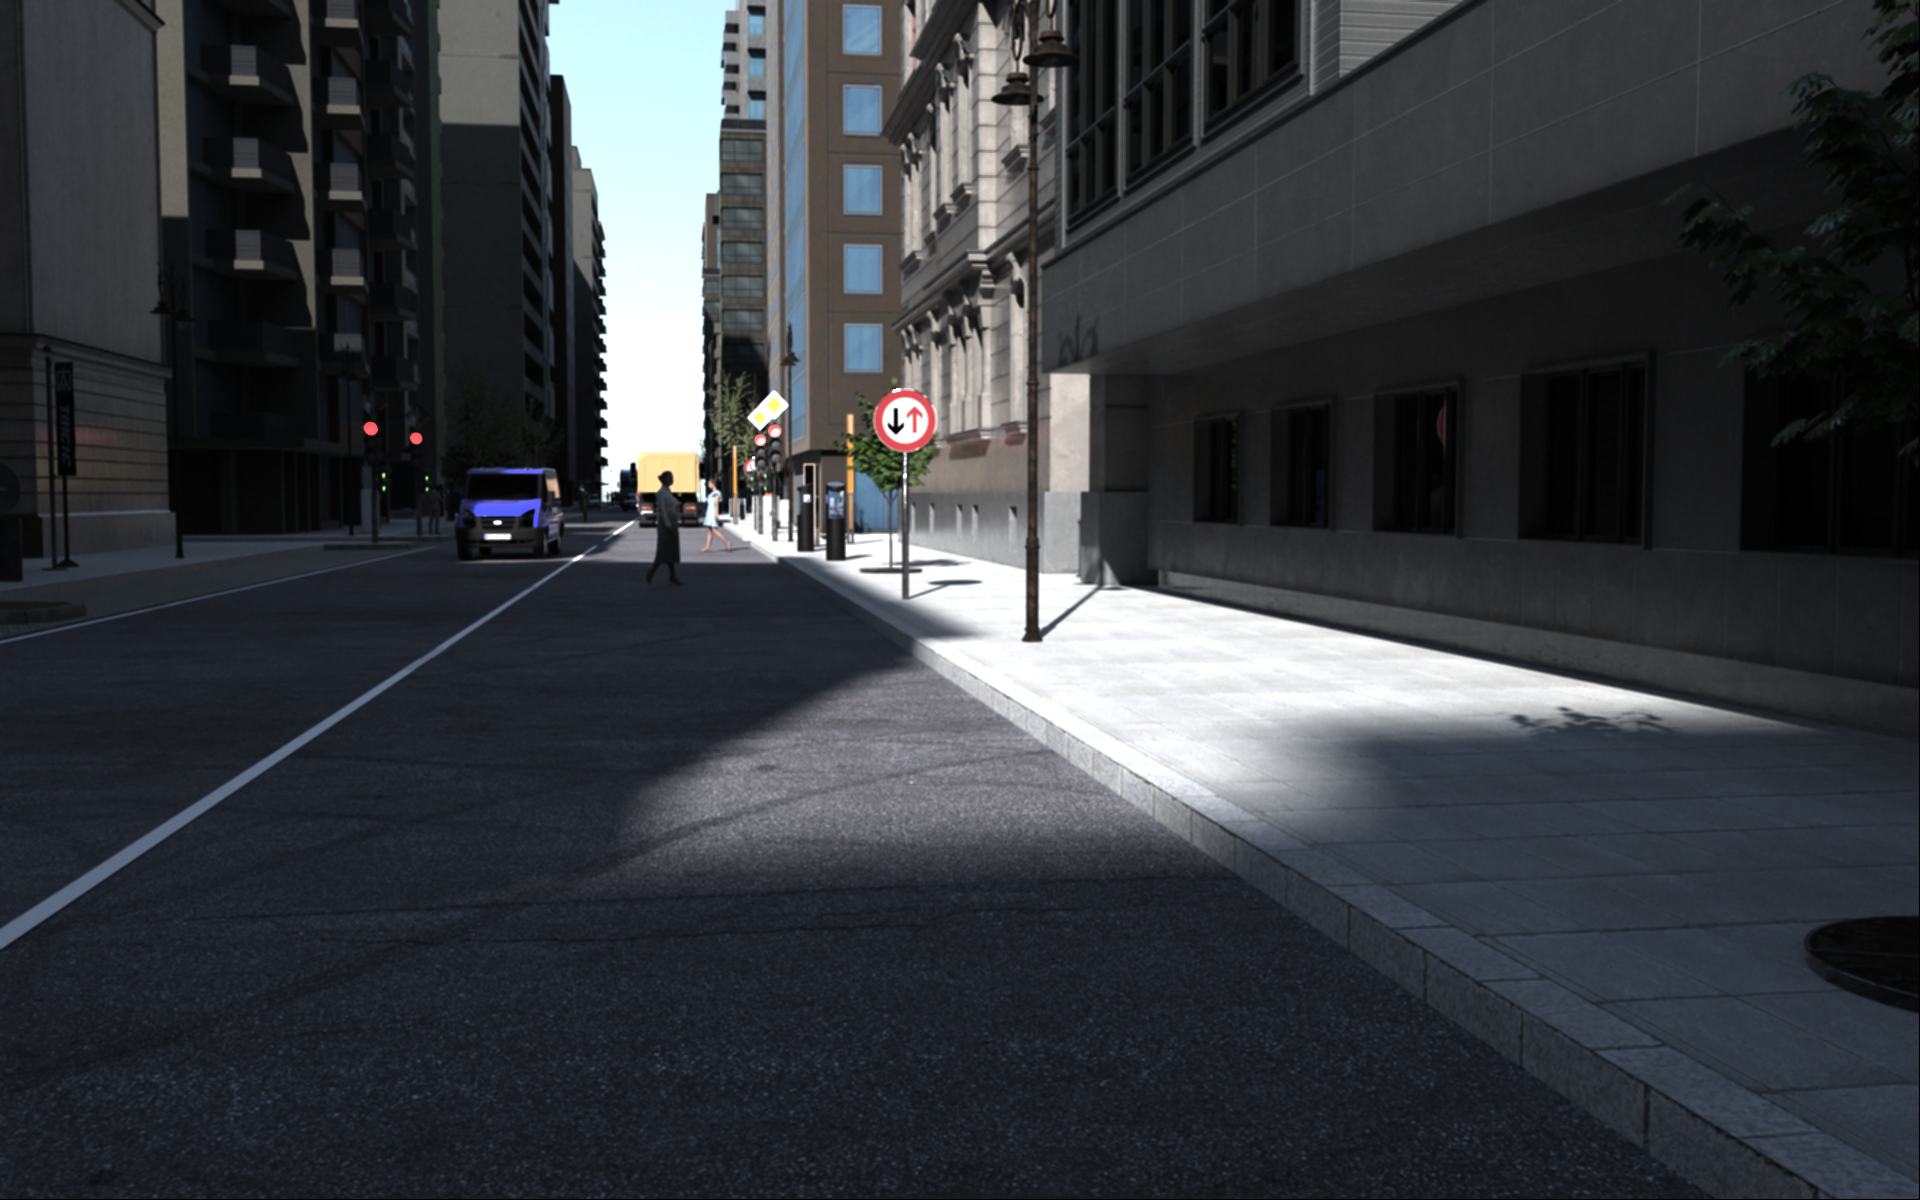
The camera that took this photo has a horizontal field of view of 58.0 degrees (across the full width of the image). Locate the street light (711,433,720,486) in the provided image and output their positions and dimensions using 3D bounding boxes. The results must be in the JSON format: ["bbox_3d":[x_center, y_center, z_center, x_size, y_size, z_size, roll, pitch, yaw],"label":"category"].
[{"bbox_3d":[-18.008,-9.529,128.594,0.468,5.910,1.993,-1,4,-9],"label":"street light"}]

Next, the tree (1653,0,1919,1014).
[{"bbox_3d":[2.658,-0.603,4.467,1.663,3.219,1.824,0,3,0],"label":"tree"}]

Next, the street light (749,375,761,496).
[{"bbox_3d":[-7.789,-5.699,65.972,0.468,5.910,1.993,-1,4,-9],"label":"street light"}]

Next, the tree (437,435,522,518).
[{"bbox_3d":[-26.357,-6.689,93.080,4.285,4.588,4.351,0,3,0],"label":"tree"}]

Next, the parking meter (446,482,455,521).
[{"bbox_3d":[-24.127,-4.668,82.031,0.255,1.863,0.399,-3,5,-44],"label":"parking meter"}]

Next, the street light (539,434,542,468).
[{"bbox_3d":[-31.139,-9.533,128.653,0.468,5.910,1.993,-1,4,-9],"label":"street light"}]

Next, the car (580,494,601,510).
[{"bbox_3d":[-33.561,-8.889,157.340,2.014,1.417,4.499,-1,4,-11],"label":"car"}]

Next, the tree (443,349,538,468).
[{"bbox_3d":[-24.330,-8.417,87.973,4.737,8.622,4.395,0,3,0],"label":"tree"}]

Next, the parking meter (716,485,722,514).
[{"bbox_3d":[-15.597,-6.493,111.879,0.399,1.863,0.255,-1,4,-16],"label":"parking meter"}]

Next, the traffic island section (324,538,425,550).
[{"bbox_3d":[-15.368,-1.417,45.451,2.009,0.180,2.903,-1,4,-9],"label":"traffic island section"}]

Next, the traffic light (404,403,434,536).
[{"bbox_3d":[-16.624,-3.932,53.202,0.839,4.253,0.868,-1,4,-9],"label":"traffic light"}]

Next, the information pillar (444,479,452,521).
[{"bbox_3d":[-24.569,-4.815,83.220,0.304,2.012,0.304,-2,4,-34],"label":"information pillar"}]

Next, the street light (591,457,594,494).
[{"bbox_3d":[-44.722,-14.574,211.079,0.468,5.910,1.993,-1,4,-9],"label":"street light"}]

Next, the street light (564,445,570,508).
[{"bbox_3d":[-36.188,-11.436,159.760,0.468,5.910,1.993,-1,4,-9],"label":"street light"}]

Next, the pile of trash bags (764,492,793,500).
[{"bbox_3d":[-8.367,-4.307,80.179,1.912,1.369,3.447,1,4,11],"label":"pile of trash bags"}]

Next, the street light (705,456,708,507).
[{"bbox_3d":[-25.315,-12.265,173.319,0.468,5.910,1.993,-1,4,-9],"label":"street light"}]

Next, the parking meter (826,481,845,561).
[{"bbox_3d":[-2.398,-1.530,33.421,0.372,1.533,0.369,0,3,0],"label":"parking meter"}]

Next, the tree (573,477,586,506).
[{"bbox_3d":[-43.045,-12.203,194.126,1.663,3.219,1.824,0,3,0],"label":"tree"}]

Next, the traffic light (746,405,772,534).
[{"bbox_3d":[-6.353,-4.036,54.902,0.839,4.253,0.868,-1,4,-9],"label":"traffic light"}]

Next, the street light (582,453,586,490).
[{"bbox_3d":[-41.375,-13.332,190.765,0.468,5.910,1.993,-1,4,-9],"label":"street light"}]

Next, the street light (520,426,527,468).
[{"bbox_3d":[-28.945,-8.707,115.142,0.468,5.910,1.993,-1,4,-9],"label":"street light"}]

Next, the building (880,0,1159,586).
[{"bbox_3d":[6.271,-15.163,35.301,14.401,28.519,23.554,-1,4,-9],"label":"building"}]

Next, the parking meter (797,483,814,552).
[{"bbox_3d":[-3.437,-1.844,38.560,0.372,1.533,0.369,0,3,0],"label":"parking meter"}]

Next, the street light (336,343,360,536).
[{"bbox_3d":[-18.721,-4.912,53.106,0.468,5.910,1.993,-1,4,-9],"label":"street light"}]

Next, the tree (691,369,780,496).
[{"bbox_3d":[-13.046,-9.309,102.564,4.737,8.622,4.395,0,3,0],"label":"tree"}]

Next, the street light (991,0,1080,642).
[{"bbox_3d":[0.630,-2.577,14.916,0.468,5.910,1.993,-1,4,-9],"label":"street light"}]

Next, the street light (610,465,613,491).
[{"bbox_3d":[-54.977,-18.378,273.269,0.468,5.910,1.993,-1,4,-9],"label":"street light"}]

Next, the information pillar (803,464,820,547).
[{"bbox_3d":[-3.592,-2.291,41.944,0.304,2.012,0.304,1,4,16],"label":"information pillar"}]

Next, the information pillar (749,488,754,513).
[{"bbox_3d":[-14.444,-7.069,120.076,0.304,2.012,0.304,2,4,26],"label":"information pillar"}]

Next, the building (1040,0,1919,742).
[{"bbox_3d":[10.308,-11.585,8.474,14.314,24.678,30.058,-1,4,-9],"label":"building"}]

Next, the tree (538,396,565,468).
[{"bbox_3d":[-30.787,-10.653,124.546,4.737,8.622,4.395,0,3,0],"label":"tree"}]

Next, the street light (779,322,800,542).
[{"bbox_3d":[-4.586,-4.523,46.732,0.468,5.910,1.993,-1,4,-9],"label":"street light"}]

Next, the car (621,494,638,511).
[{"bbox_3d":[-27.209,-8.243,144.567,2.009,1.686,4.222,0,4,-8],"label":"car"}]

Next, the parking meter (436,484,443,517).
[{"bbox_3d":[-29.620,-5.679,98.556,0.399,1.863,0.255,-1,4,-13],"label":"parking meter"}]

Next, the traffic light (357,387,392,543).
[{"bbox_3d":[-15.327,-3.450,45.323,0.839,4.253,0.868,-1,4,-9],"label":"traffic light"}]

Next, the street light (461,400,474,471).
[{"bbox_3d":[-23.895,-6.809,84.114,0.468,5.910,1.993,-1,4,-9],"label":"street light"}]

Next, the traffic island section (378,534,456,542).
[{"bbox_3d":[-16.665,-1.899,53.330,2.009,0.180,2.903,-1,4,-9],"label":"traffic island section"}]

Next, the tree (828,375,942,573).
[{"bbox_3d":[-1.025,-2.062,28.321,1.663,3.219,1.824,0,3,0],"label":"tree"}]

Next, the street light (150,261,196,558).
[{"bbox_3d":[-15.663,-3.780,34.590,0.468,5.910,1.993,-1,4,-9],"label":"street light"}]

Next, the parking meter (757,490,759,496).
[{"bbox_3d":[-13.875,-6.778,119.230,0.372,1.533,0.369,0,3,0],"label":"parking meter"}]

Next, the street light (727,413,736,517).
[{"bbox_3d":[-12.813,-7.600,97.050,0.468,5.910,1.993,-1,4,-9],"label":"street light"}]

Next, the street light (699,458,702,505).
[{"bbox_3d":[-30.505,-14.161,204.324,0.468,5.910,1.993,-1,4,-9],"label":"street light"}]

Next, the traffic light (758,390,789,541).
[{"bbox_3d":[-5.056,-3.554,47.023,0.839,4.253,0.868,-1,4,-9],"label":"traffic light"}]

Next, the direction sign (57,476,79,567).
[{"bbox_3d":[-15.737,-2.350,30.426,0.379,3.537,0.876,-2,4,-34],"label":"direction sign"}]

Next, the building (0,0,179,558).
[{"bbox_3d":[-28.071,-10.559,37.272,19.286,19.102,10.561,-1,4,-9],"label":"building"}]

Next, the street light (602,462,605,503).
[{"bbox_3d":[-49.847,-16.477,242.192,0.468,5.910,1.993,-1,4,-9],"label":"street light"}]

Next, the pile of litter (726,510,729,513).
[{"bbox_3d":[-15.231,-6.270,116.478,1.176,0.858,1.719,1,4,17],"label":"pile of litter"}]

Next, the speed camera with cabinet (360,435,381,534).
[{"bbox_3d":[-19.391,-3.834,57.027,0.660,3.252,2.038,-1,4,-16],"label":"speed camera with cabinet"}]
